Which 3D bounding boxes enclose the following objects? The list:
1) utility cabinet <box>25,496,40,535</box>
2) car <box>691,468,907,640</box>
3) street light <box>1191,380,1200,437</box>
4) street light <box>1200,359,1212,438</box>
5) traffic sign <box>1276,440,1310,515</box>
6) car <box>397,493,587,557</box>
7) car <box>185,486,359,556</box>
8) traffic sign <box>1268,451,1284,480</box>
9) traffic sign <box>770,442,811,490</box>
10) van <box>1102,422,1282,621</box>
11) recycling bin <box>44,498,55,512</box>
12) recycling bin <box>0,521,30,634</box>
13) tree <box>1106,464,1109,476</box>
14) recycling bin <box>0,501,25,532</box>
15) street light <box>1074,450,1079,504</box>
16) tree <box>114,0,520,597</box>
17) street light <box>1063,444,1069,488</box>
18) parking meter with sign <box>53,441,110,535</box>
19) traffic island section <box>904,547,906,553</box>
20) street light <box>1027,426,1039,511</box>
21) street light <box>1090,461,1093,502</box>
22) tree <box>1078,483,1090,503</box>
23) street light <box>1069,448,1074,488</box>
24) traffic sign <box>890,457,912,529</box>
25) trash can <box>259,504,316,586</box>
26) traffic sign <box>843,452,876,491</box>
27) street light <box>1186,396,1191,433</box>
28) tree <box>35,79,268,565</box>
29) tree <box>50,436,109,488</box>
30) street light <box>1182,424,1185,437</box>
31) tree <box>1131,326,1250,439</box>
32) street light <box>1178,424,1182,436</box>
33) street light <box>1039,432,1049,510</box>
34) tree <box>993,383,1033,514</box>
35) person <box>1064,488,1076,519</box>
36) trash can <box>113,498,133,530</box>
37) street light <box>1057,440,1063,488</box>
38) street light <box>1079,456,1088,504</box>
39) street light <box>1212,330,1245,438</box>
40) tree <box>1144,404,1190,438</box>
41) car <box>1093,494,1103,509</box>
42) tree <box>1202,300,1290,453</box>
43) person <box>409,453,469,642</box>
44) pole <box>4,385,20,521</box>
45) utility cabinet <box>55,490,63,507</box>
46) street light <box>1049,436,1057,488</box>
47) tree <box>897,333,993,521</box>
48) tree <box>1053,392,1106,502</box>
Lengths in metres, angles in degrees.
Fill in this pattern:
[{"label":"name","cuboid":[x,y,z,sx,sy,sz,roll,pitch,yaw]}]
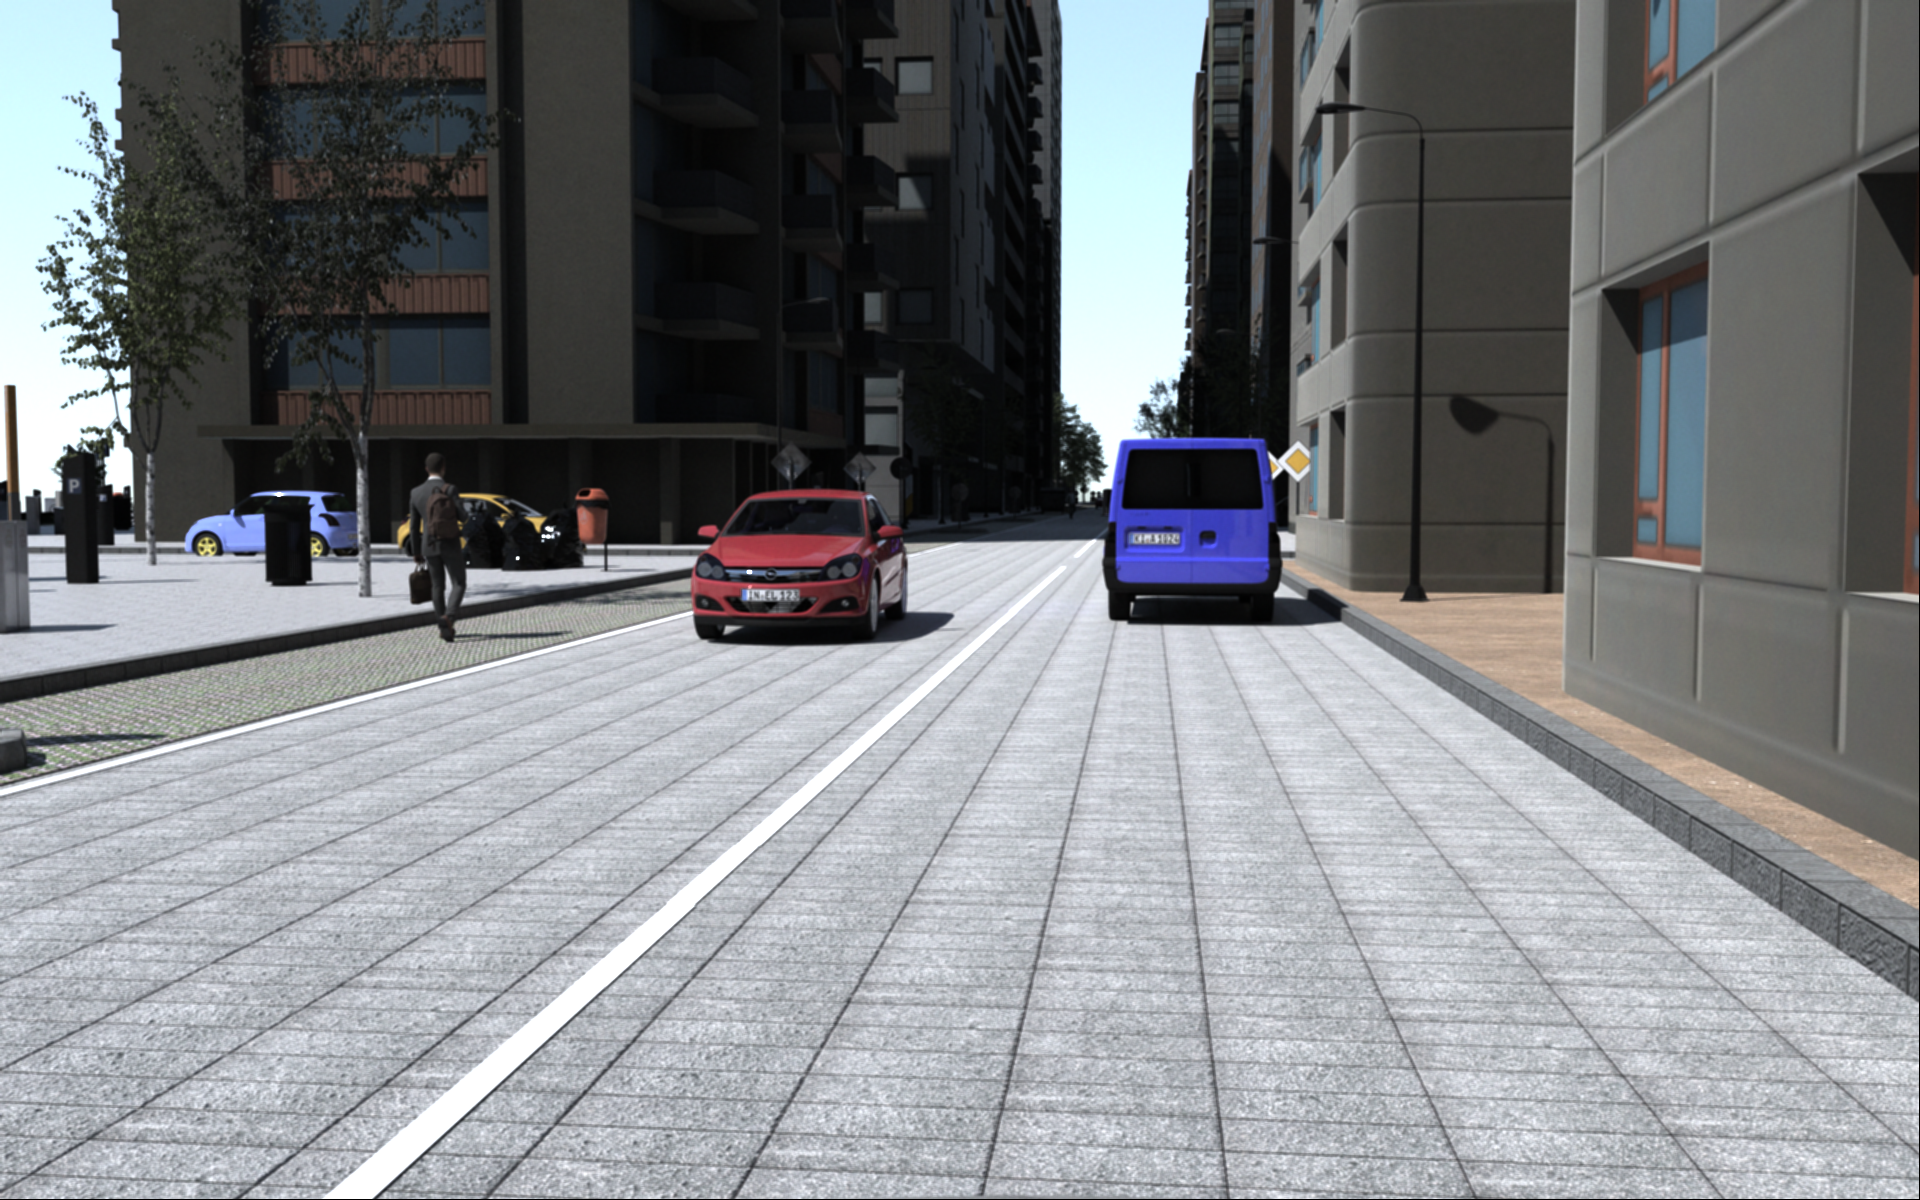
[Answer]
[{"label":"utility cabinet","cuboid":[-29.582,-2.698,55.280,0.306,1.237,1.020,-1,4,-22]},{"label":"car","cuboid":[-1.619,-0.575,18.440,2.155,1.783,4.494,0,4,4]},{"label":"street light","cuboid":[10.268,-5.988,70.448,1.470,5.913,1.316,0,4,6]},{"label":"street light","cuboid":[9.118,-5.332,59.725,1.470,5.913,1.316,0,4,6]},{"label":"traffic sign","cuboid":[6.253,-1.740,32.094,0.795,2.450,0.064,0,4,6]},{"label":"car","cuboid":[-10.109,-1.674,37.593,3.980,1.641,2.015,0,4,6]},{"label":"car","cuboid":[-14.909,-1.717,37.666,3.694,1.707,1.945,0,4,7]},{"label":"traffic sign","cuboid":[7.110,-2.226,40.034,0.795,2.450,0.064,0,4,6]},{"label":"traffic sign","cuboid":[-3.234,-1.804,33.136,0.795,2.450,0.064,0,4,6]},{"label":"van","cuboid":[2.815,-1.032,21.256,2.240,2.365,5.245,0,4,7]},{"label":"recycling bin","cuboid":[-61.186,-6.358,116.510,0.722,1.027,0.722,-2,4,-26]},{"label":"recycling bin","cuboid":[-9.164,-0.218,16.113,0.722,1.027,0.722,-1,4,-10]},{"label":"tree","cuboid":[19.700,-21.647,272.049,7.486,12.596,7.792,0,3,0]},{"label":"recycling bin","cuboid":[-34.565,-3.072,62.777,0.722,1.027,0.722,0,4,0]},{"label":"street light","cuboid":[11.593,-12.908,183.593,1.470,5.913,1.316,0,4,6]},{"label":"tree","cuboid":[-7.664,-4.340,21.317,4.360,8.622,3.978,0,3,0]},{"label":"street light","cuboid":[9.186,-11.580,161.868,1.470,5.913,1.316,0,4,6]},{"label":"parking meter with sign","cuboid":[-28.052,-3.610,55.283,0.543,3.016,1.738,2,4,25]},{"label":"traffic island section","cuboid":[-2.401,-1.153,41.139,2.009,0.180,2.903,0,4,6]},{"label":"street light","cuboid":[4.433,-8.883,117.776,1.470,5.913,1.316,0,4,6]},{"label":"street light","cuboid":[16.832,-15.956,233.421,1.470,5.913,1.316,0,4,6]},{"label":"tree","cuboid":[18.913,-16.391,262.596,1.663,3.219,1.824,0,3,0]},{"label":"street light","cuboid":[10.402,-12.255,172.907,1.470,5.913,1.316,0,4,6]},{"label":"traffic sign","cuboid":[-2.055,-3.657,59.905,0.768,2.556,0.104,1,4,12]},{"label":"trash can","cuboid":[-9.432,-0.775,24.319,0.748,1.137,0.748,0,3,0]},{"label":"traffic sign","cuboid":[-2.377,-2.289,41.075,0.795,2.450,0.064,0,4,6]},{"label":"street light","cuboid":[11.530,-6.694,81.993,1.470,5.913,1.316,0,4,6]},{"label":"tree","cuboid":[-14.691,-4.949,31.271,4.737,8.622,4.395,0,3,0]},{"label":"tree","cuboid":[-29.345,-3.883,58.095,1.663,3.219,1.824,0,3,0]},{"label":"street light","cuboid":[12.758,-7.348,92.675,1.470,5.913,1.316,0,4,6]},{"label":"tree","cuboid":[13.742,-9.946,97.021,8.767,10.594,7.601,0,4,7]},{"label":"street light","cuboid":[14.920,-8.668,114.259,1.470,5.913,1.316,0,4,6]},{"label":"street light","cuboid":[5.654,-9.549,128.672,1.470,5.913,1.316,0,4,6]},{"label":"tree","cuboid":[2.606,-9.932,112.756,4.737,8.622,4.395,0,3,0]},{"label":"person","cuboid":[6.372,-5.610,100.706,0.782,1.767,0.515,-3,4,-37]},{"label":"trash can","cuboid":[-30.001,-3.079,61.999,0.748,1.137,0.748,0,3,0]},{"label":"street light","cuboid":[7.897,-10.857,150.058,1.470,5.913,1.316,0,4,6]},{"label":"street light","cuboid":[14.604,-14.595,211.172,1.470,5.913,1.316,0,4,6]},{"label":"street light","cuboid":[7.948,-4.679,49.037,1.470,5.913,1.316,0,4,6]},{"label":"tree","cuboid":[24.907,-16.593,197.050,9.928,11.665,9.643,0,3,0]},{"label":"car","cuboid":[14.019,-9.716,167.892,2.155,1.783,4.494,0,4,5]},{"label":"tree","cuboid":[11.155,-7.114,66.682,4.737,8.622,4.395,0,3,0]},{"label":"person","cuboid":[-5.083,-0.516,16.899,0.622,1.834,0.822,0,4,1]},{"label":"pole","cuboid":[-17.744,-2.361,32.442,0.158,3.312,0.155,0,3,0]},{"label":"utility cabinet","cuboid":[-54.569,-5.914,105.375,0.318,1.500,1.173,0,4,1]},{"label":"street light","cuboid":[6.801,-10.203,139.362,1.470,5.913,1.316,0,4,6]},{"label":"tree","cuboid":[-0.871,-7.836,78.488,4.737,8.622,4.395,0,3,0]},{"label":"tree","cuboid":[10.525,-16.798,192.766,7.486,12.596,7.792,0,3,0]}]
